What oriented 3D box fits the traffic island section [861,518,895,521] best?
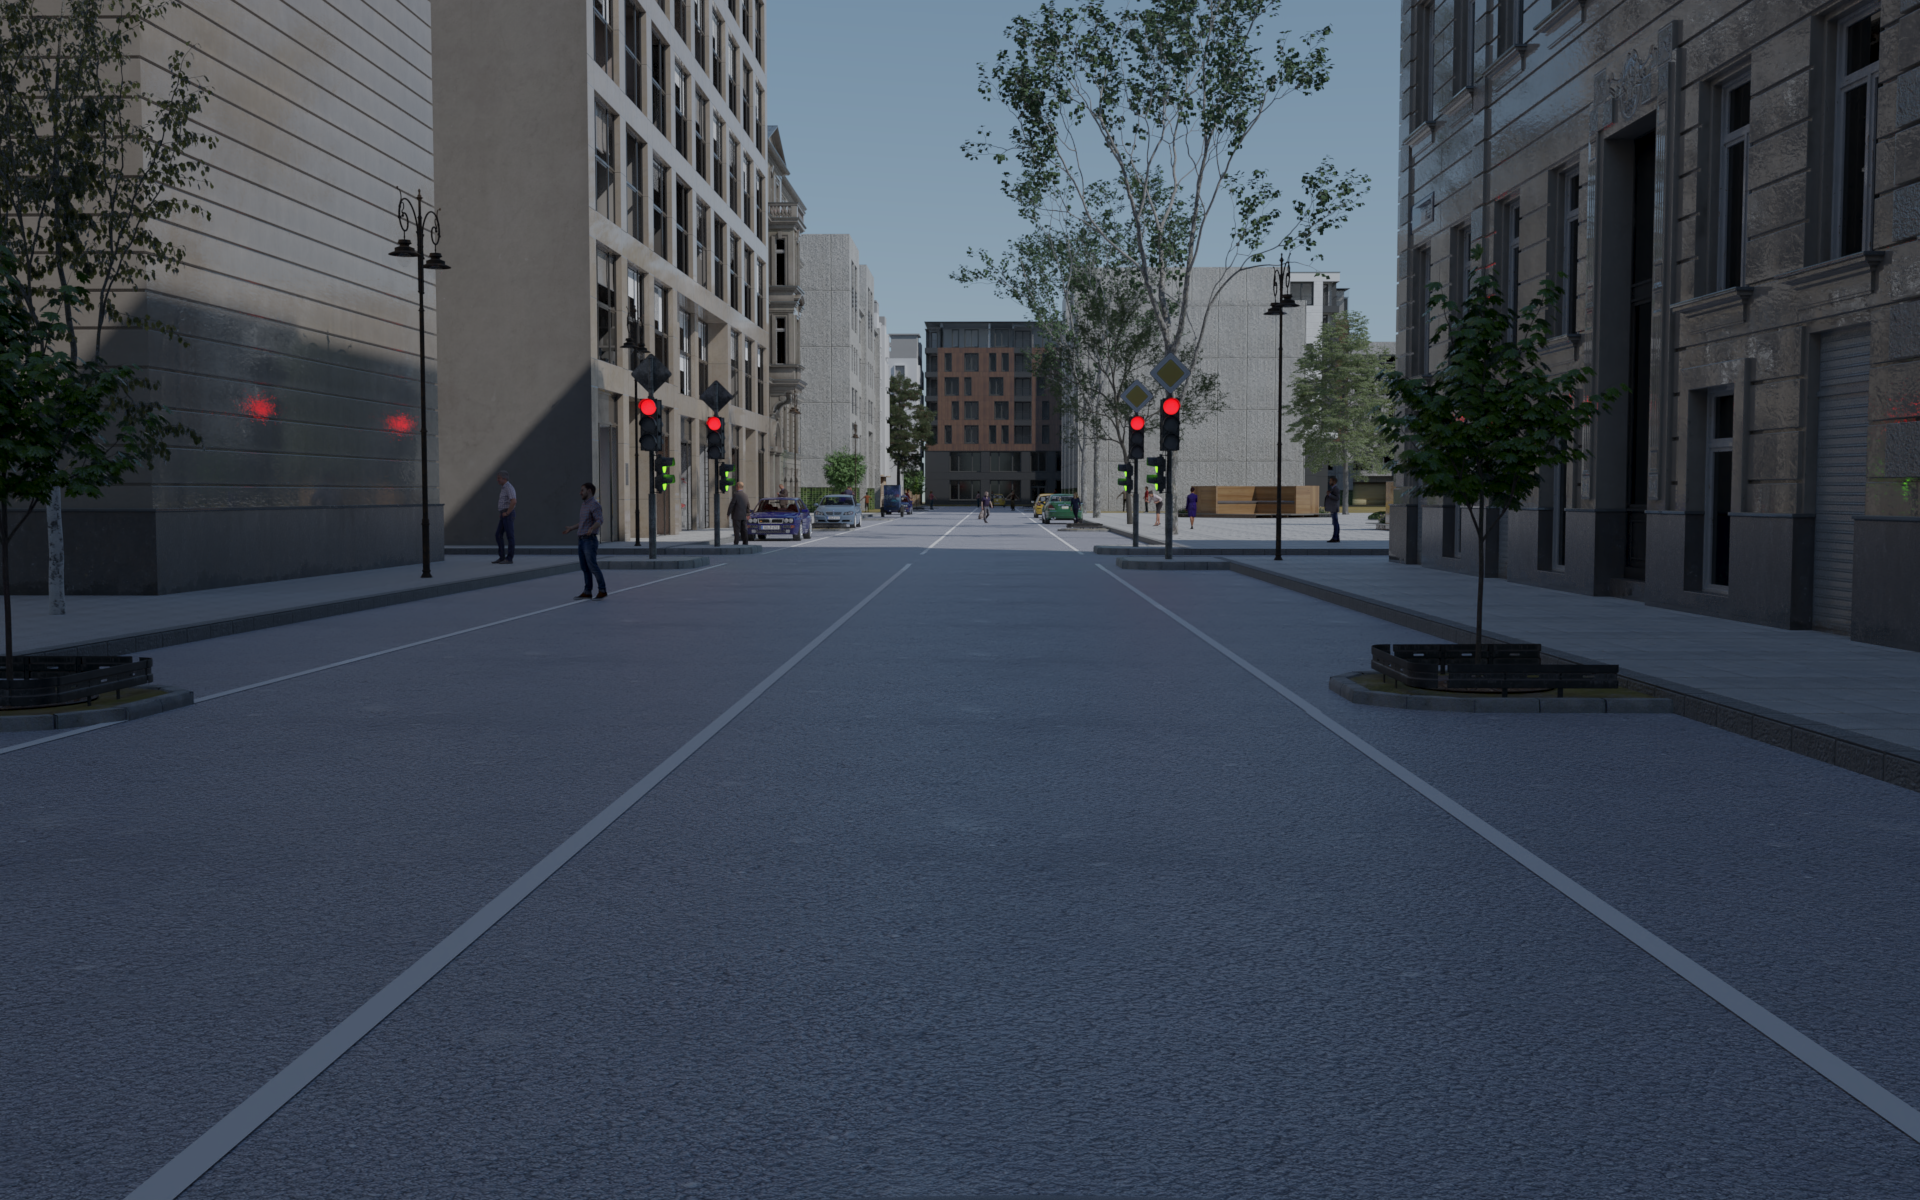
[{"bbox_3d":[-4.592,-4.389,94.634,1.991,0.108,1.994,0,4,1],"label":"traffic island section"}]

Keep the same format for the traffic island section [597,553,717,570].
[{"bbox_3d":[-6.107,-0.736,34.315,2.009,0.180,2.903,0,4,1],"label":"traffic island section"}]

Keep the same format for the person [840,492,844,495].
[{"bbox_3d":[-5.596,-4.425,83.223,0.453,1.535,0.546,1,4,9],"label":"person"}]

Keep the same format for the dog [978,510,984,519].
[{"bbox_3d":[1.160,-4.992,98.455,0.800,0.831,0.513,0,4,4],"label":"dog"}]

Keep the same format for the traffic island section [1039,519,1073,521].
[{"bbox_3d":[5.330,-4.385,94.568,1.991,0.108,1.994,0,4,1],"label":"traffic island section"}]

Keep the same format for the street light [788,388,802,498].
[{"bbox_3d":[-7.207,-6.296,75.722,0.468,5.910,1.993,0,4,1],"label":"street light"}]

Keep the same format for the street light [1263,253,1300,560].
[{"bbox_3d":[6.168,-3.706,33.377,0.468,5.910,1.993,0,4,1],"label":"street light"}]

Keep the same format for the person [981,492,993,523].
[{"bbox_3d":[1.328,-4.584,85.649,0.569,1.553,0.471,0,4,0],"label":"person"}]

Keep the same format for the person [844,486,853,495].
[{"bbox_3d":[-6.753,-5.932,103.481,0.683,1.767,0.568,-1,4,-9],"label":"person"}]

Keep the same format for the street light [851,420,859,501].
[{"bbox_3d":[-6.561,-8.325,108.902,0.468,5.910,1.993,0,4,1],"label":"street light"}]

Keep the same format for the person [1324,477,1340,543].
[{"bbox_3d":[9.830,-2.380,45.778,0.431,1.722,0.655,1,4,17],"label":"person"}]

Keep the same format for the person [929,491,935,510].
[{"bbox_3d":[-2.508,-9.067,157.468,0.721,1.743,1.217,-3,4,-37],"label":"person"}]

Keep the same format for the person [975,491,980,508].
[{"bbox_3d":[1.863,-10.647,183.279,0.721,1.736,1.217,1,4,22],"label":"person"}]

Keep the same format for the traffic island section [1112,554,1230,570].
[{"bbox_3d":[4.132,-0.723,34.109,2.009,0.180,2.903,0,4,1],"label":"traffic island section"}]

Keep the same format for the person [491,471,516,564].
[{"bbox_3d":[-8.377,-1.518,31.795,0.436,1.711,0.756,-1,4,-19],"label":"person"}]

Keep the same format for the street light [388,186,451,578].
[{"bbox_3d":[-8.186,-3.279,26.399,0.468,5.910,1.993,0,4,1],"label":"street light"}]

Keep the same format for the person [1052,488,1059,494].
[{"bbox_3d":[9.160,-9.805,166.322,1.348,1.831,0.705,-2,4,-29],"label":"person"}]

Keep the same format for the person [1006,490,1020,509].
[{"bbox_3d":[4.947,-9.449,162.998,1.348,1.823,0.705,1,4,17],"label":"person"}]

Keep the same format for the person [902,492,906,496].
[{"bbox_3d":[-5.492,-9.707,167.938,0.799,1.438,0.628,-3,5,-41],"label":"person"}]

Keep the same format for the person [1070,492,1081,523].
[{"bbox_3d":[5.163,-4.044,77.156,0.480,1.512,0.613,0,4,6],"label":"person"}]

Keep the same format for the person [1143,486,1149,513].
[{"bbox_3d":[12.761,-6.901,118.814,0.705,1.831,1.348,0,4,-4],"label":"person"}]

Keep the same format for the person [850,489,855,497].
[{"bbox_3d":[-7.034,-6.476,112.619,0.565,1.739,0.600,-3,4,-36],"label":"person"}]

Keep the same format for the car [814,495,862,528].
[{"bbox_3d":[-5.188,-3.783,73.856,2.014,1.417,4.499,0,4,1],"label":"car"}]

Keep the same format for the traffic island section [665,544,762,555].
[{"bbox_3d":[-5.949,-1.224,42.299,2.009,0.180,2.903,0,4,1],"label":"traffic island section"}]

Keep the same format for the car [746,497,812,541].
[{"bbox_3d":[-5.652,-2.538,54.077,1.945,1.354,3.894,0,4,2],"label":"car"}]

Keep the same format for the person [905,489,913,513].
[{"bbox_3d":[-3.982,-7.656,133.633,0.705,1.831,1.348,-1,4,-23],"label":"person"}]

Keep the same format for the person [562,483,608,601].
[{"bbox_3d":[-5.022,-0.788,23.345,0.435,1.587,0.963,-3,4,-38],"label":"person"}]

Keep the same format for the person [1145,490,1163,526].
[{"bbox_3d":[7.785,-3.679,69.379,0.628,1.438,0.799,1,4,17],"label":"person"}]

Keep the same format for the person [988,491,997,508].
[{"bbox_3d":[3.308,-10.339,178.261,1.217,1.735,0.721,1,4,11],"label":"person"}]

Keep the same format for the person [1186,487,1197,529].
[{"bbox_3d":[8.436,-3.351,63.210,0.453,1.535,0.546,-1,4,-18],"label":"person"}]

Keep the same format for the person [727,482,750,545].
[{"bbox_3d":[-5.928,-2.272,46.200,0.434,1.755,0.990,2,4,34],"label":"person"}]

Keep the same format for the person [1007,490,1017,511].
[{"bbox_3d":[4.449,-8.436,146.955,0.721,1.766,1.217,-3,4,-38],"label":"person"}]

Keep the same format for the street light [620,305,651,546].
[{"bbox_3d":[-7.949,-4.266,42.544,0.468,5.910,1.993,0,4,1],"label":"street light"}]

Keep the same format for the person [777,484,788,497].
[{"bbox_3d":[-8.010,-4.362,78.048,0.565,1.739,0.600,2,4,26],"label":"person"}]

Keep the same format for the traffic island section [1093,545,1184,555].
[{"bbox_3d":[4.290,-1.212,42.092,2.009,0.180,2.903,0,4,1],"label":"traffic island section"}]

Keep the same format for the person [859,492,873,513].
[{"bbox_3d":[-6.481,-6.791,120.329,1.065,1.426,0.557,-2,4,-26],"label":"person"}]

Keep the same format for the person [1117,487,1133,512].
[{"bbox_3d":[11.940,-7.268,124.889,1.348,1.823,0.705,1,4,14],"label":"person"}]
